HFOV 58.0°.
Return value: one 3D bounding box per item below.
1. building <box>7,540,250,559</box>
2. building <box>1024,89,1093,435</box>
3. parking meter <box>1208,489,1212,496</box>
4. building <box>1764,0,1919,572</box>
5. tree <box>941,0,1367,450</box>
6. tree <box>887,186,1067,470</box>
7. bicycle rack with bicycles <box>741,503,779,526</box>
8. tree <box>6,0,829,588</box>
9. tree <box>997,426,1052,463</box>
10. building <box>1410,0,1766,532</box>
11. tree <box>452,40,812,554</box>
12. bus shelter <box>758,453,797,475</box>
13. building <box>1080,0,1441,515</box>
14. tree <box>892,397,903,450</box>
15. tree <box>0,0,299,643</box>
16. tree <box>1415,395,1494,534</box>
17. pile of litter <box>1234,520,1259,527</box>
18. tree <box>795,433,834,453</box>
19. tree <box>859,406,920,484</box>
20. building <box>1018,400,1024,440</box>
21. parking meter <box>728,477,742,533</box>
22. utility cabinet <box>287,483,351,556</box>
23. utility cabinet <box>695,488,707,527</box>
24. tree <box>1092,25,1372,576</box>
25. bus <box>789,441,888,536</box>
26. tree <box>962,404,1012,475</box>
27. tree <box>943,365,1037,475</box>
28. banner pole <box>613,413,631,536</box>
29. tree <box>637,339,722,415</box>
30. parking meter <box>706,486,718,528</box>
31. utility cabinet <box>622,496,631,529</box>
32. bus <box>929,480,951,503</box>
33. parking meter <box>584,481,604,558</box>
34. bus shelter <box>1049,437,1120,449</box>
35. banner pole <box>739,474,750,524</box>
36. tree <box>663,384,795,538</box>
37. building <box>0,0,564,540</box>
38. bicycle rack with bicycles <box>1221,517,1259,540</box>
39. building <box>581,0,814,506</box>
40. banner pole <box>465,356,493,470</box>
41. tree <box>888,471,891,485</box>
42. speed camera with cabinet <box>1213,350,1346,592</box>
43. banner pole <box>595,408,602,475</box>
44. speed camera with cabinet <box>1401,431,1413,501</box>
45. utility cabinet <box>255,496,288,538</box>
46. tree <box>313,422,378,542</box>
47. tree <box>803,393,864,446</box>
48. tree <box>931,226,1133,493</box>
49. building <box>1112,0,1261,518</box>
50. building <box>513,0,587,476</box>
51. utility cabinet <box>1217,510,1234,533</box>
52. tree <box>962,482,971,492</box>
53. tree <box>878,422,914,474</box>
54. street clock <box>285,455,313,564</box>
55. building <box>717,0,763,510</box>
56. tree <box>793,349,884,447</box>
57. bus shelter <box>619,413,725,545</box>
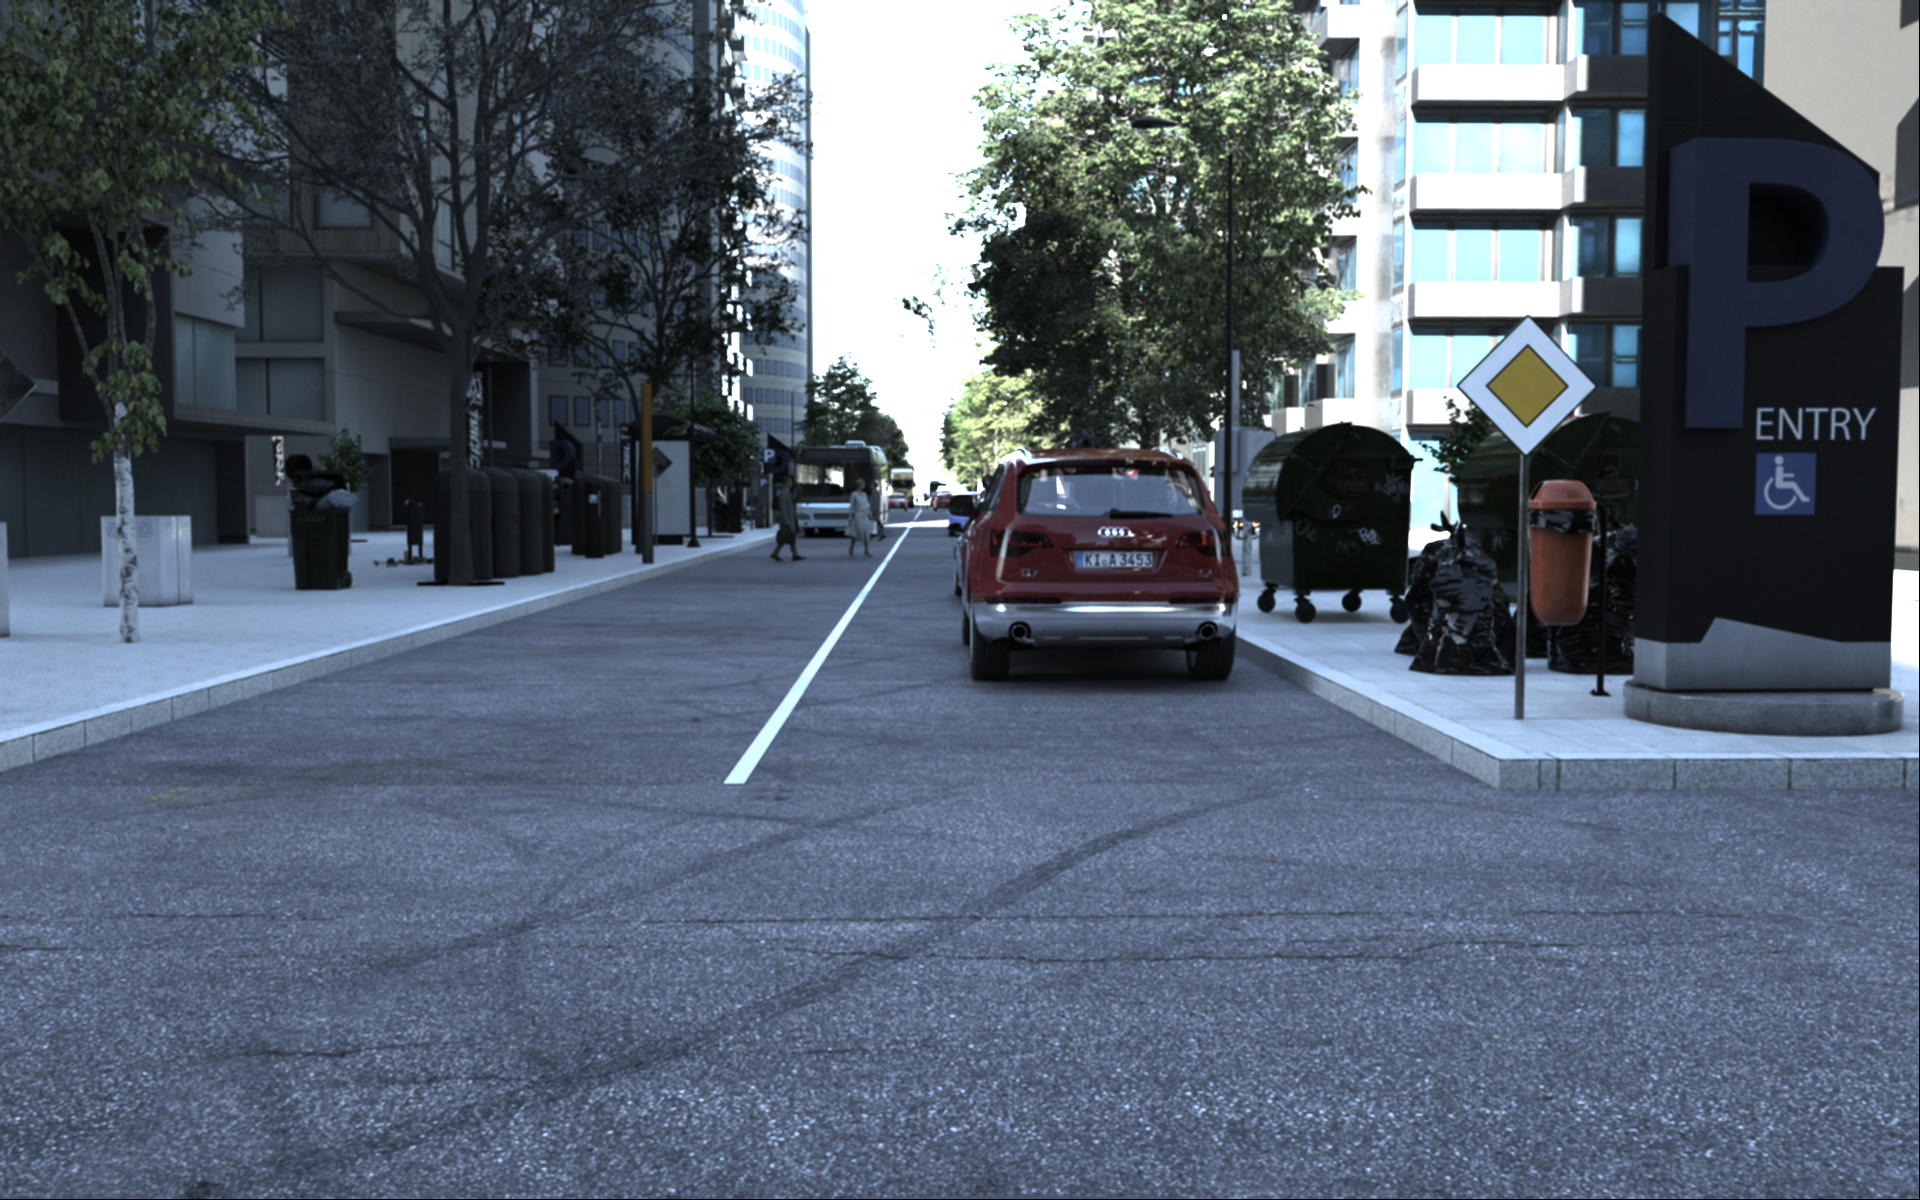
[{"bbox_3d":[-29.166,-26.907,29.168,28.713,52.752,27.495,0,4,-1],"label":"building"},{"bbox_3d":[18.792,-35.512,204.316,21.300,48.544,21.600,0,4,-1],"label":"building"},{"bbox_3d":[10.959,-4.177,76.707,0.372,1.533,0.369,0,3,0],"label":"parking meter"},{"bbox_3d":[26.200,-24.764,28.598,21.600,48.544,21.300,0,4,-1],"label":"building"},{"bbox_3d":[4.256,-8.065,38.519,9.857,13.997,8.962,0,3,0],"label":"tree"},{"bbox_3d":[1.370,-15.473,108.875,12.611,20.169,13.585,0,3,0],"label":"tree"},{"bbox_3d":[-8.306,-3.521,70.948,2.925,0.926,2.852,-2,4,-28],"label":"bicycle rack with bicycles"},{"bbox_3d":[-7.062,-6.956,24.107,12.009,13.543,11.850,0,3,0],"label":"tree"},{"bbox_3d":[3.397,-5.824,78.931,4.285,4.588,4.351,0,3,0],"label":"tree"},{"bbox_3d":[24.049,-27.510,69.390,23.786,49.044,30.456,0,4,-1],"label":"building"},{"bbox_3d":[-6.928,-6.251,36.616,8.767,10.594,7.601,1,4,8],"label":"tree"},{"bbox_3d":[-8.095,-5.275,80.170,2.014,3.302,5.546,0,4,-1],"label":"bus shelter"},{"bbox_3d":[21.176,-31.604,136.335,23.786,49.044,30.456,0,4,-1],"label":"building"},{"bbox_3d":[-9.695,-15.208,159.014,12.009,13.543,11.850,0,3,0],"label":"tree"},{"bbox_3d":[-7.325,-3.924,14.521,4.737,8.622,4.395,0,3,0],"label":"tree"},{"bbox_3d":[8.667,-2.104,29.003,1.663,3.219,1.824,0,3,0],"label":"tree"},{"bbox_3d":[11.050,-3.176,65.898,1.719,0.858,1.176,3,5,40],"label":"pile of litter"},{"bbox_3d":[-7.876,-6.682,92.956,4.285,4.588,4.351,0,3,0],"label":"tree"},{"bbox_3d":[-10.665,-18.763,223.789,9.611,12.733,9.660,0,3,0],"label":"tree"},{"bbox_3d":[21.847,-23.569,230.396,27.650,21.520,28.899,0,4,-1],"label":"building"},{"bbox_3d":[-7.379,-3.128,56.860,0.399,1.863,0.255,1,4,20],"label":"parking meter"},{"bbox_3d":[-13.143,-1.641,35.515,1.173,1.500,0.318,0,4,-2],"label":"utility cabinet"},{"bbox_3d":[-10.035,-3.605,67.616,0.318,1.500,1.173,3,5,40],"label":"utility cabinet"},{"bbox_3d":[4.250,-4.679,26.865,4.737,8.622,4.395,0,3,0],"label":"tree"},{"bbox_3d":[-4.083,-4.088,61.692,2.948,3.499,13.247,0,4,0],"label":"bus"},{"bbox_3d":[2.226,-10.742,125.989,4.360,8.622,3.978,0,3,0],"label":"tree"},{"bbox_3d":[2.170,-12.854,135.913,9.928,11.665,9.643,0,3,0],"label":"tree"},{"bbox_3d":[-10.434,-3.886,53.558,0.863,3.779,0.401,-3,5,-39],"label":"banner pole"},{"bbox_3d":[-12.909,-7.843,78.599,4.360,8.622,3.978,0,3,0],"label":"tree"},{"bbox_3d":[-9.252,-3.601,64.586,0.399,1.863,0.255,-2,4,-28],"label":"parking meter"},{"bbox_3d":[-12.179,-3.260,64.469,0.306,1.237,1.020,2,4,24],"label":"utility cabinet"},{"bbox_3d":[-2.705,-14.212,227.218,2.948,3.499,13.247,0,4,0],"label":"bus"},{"bbox_3d":[-7.338,-1.610,34.734,0.372,1.533,0.369,0,3,0],"label":"parking meter"},{"bbox_3d":[4.136,-3.973,58.887,2.014,3.302,5.546,0,4,-1],"label":"bus shelter"},{"bbox_3d":[-9.385,-5.197,74.995,0.863,3.779,0.401,2,4,24],"label":"banner pole"},{"bbox_3d":[-7.511,-4.133,51.287,4.285,4.588,4.351,0,3,0],"label":"tree"},{"bbox_3d":[-30.703,-29.073,64.576,28.713,52.752,27.495,0,4,-1],"label":"building"},{"bbox_3d":[8.479,-2.189,49.173,2.925,0.926,2.852,1,4,21],"label":"bicycle rack with bicycles"},{"bbox_3d":[-27.466,-39.603,189.506,21.231,58.520,28.212,0,4,-1],"label":"building"},{"bbox_3d":[-8.654,-2.525,31.303,0.401,3.779,0.863,2,4,30],"label":"banner pole"},{"bbox_3d":[-8.813,-12.545,188.828,4.285,4.588,4.351,0,3,0],"label":"tree"},{"bbox_3d":[4.347,-1.783,23.481,0.660,3.252,2.038,-3,4,-36],"label":"speed camera with cabinet"},{"bbox_3d":[-10.431,-3.674,50.081,0.401,3.779,0.863,-1,4,-22],"label":"banner pole"},{"bbox_3d":[13.261,-3.694,54.729,2.038,3.252,0.660,1,4,16],"label":"speed camera with cabinet"},{"bbox_3d":[-20.143,-2.428,50.860,1.020,1.237,0.306,1,4,13],"label":"utility cabinet"},{"bbox_3d":[-16.368,-3.174,46.502,1.663,3.219,1.824,0,3,0],"label":"tree"},{"bbox_3d":[-8.866,-10.658,124.614,4.737,8.622,4.395,0,3,0],"label":"tree"},{"bbox_3d":[3.723,-9.256,69.469,7.486,12.596,7.792,0,3,0],"label":"tree"},{"bbox_3d":[22.124,-48.432,104.532,22.319,86.520,31.000,0,4,-1],"label":"building"},{"bbox_3d":[-25.917,-33.981,97.584,21.231,58.520,28.212,0,4,-1],"label":"building"},{"bbox_3d":[8.637,-2.776,56.549,0.306,1.237,1.020,2,4,30],"label":"utility cabinet"},{"bbox_3d":[1.008,-12.779,203.544,1.663,3.219,1.824,0,3,0],"label":"tree"},{"bbox_3d":[-9.422,-16.819,209.396,8.767,10.594,7.601,2,4,24],"label":"tree"},{"bbox_3d":[-12.120,-1.665,31.789,0.358,2.002,0.471,1,4,22],"label":"street clock"},{"bbox_3d":[-27.348,-31.041,127.133,23.786,49.044,30.456,0,4,-1],"label":"building"},{"bbox_3d":[-9.380,-13.287,135.375,7.486,12.596,7.792,0,3,0],"label":"tree"},{"bbox_3d":[-7.568,-3.191,46.095,2.014,3.302,5.546,0,4,-1],"label":"bus shelter"}]
